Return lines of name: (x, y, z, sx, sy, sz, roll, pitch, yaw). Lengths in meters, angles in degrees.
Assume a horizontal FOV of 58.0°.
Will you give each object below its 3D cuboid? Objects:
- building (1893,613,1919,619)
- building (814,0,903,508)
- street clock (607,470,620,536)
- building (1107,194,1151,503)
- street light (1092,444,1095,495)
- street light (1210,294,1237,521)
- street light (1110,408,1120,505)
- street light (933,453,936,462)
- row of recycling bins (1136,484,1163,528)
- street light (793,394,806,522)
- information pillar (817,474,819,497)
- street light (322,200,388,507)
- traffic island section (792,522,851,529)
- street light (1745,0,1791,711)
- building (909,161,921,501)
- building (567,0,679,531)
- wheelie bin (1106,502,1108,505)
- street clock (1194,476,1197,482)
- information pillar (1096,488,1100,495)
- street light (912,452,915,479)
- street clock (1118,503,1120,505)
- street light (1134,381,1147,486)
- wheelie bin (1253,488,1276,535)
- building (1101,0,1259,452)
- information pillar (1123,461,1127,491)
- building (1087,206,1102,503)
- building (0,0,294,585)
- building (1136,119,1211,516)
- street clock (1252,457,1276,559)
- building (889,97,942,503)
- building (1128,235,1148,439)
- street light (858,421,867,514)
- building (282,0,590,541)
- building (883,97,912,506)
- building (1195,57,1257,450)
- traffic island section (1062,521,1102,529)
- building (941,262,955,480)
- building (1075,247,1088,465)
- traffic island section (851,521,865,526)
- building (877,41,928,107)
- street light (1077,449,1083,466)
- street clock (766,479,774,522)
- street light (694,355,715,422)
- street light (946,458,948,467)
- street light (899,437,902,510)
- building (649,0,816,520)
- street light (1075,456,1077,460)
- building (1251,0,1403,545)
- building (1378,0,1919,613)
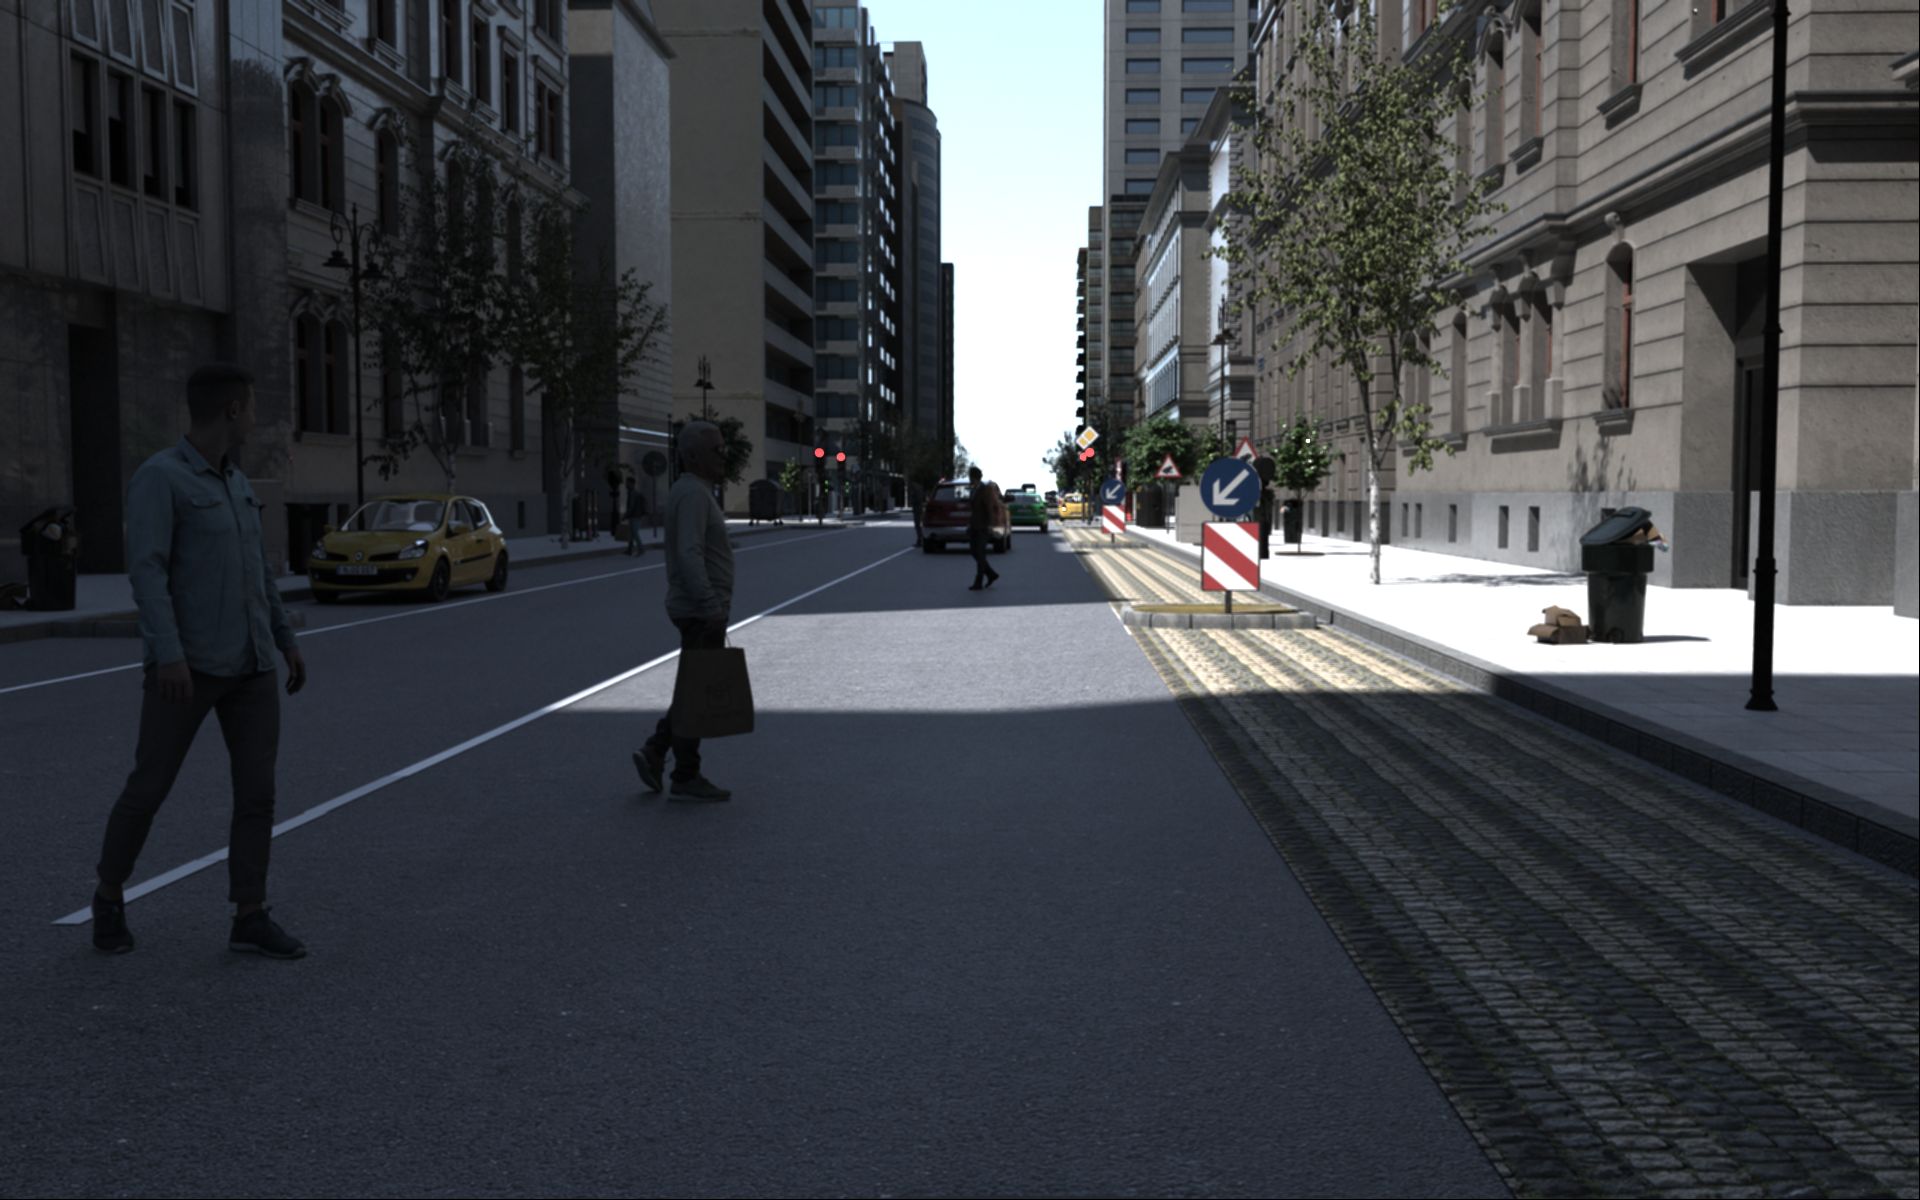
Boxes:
building: (15.576, -13.372, 6.030, 14.401, 28.519, 23.554, 0, 4, 2)
building: (-18.193, -33.692, 170.468, 23.786, 49.044, 30.456, 0, 4, 2)
street clock: (-10.496, -2.941, 52.657, 0.358, 2.002, 0.471, -3, 5, -40)
building: (21.381, -24.293, 168.893, 14.160, 30.474, 14.107, 0, 4, 2)
street light: (9.625, -9.231, 123.716, 0.468, 5.910, 1.993, 0, 4, 2)
street light: (6.084, -4.123, 40.198, 0.468, 5.910, 1.993, 0, 4, 2)
street light: (8.331, -7.358, 93.086, 0.468, 5.910, 1.993, 0, 4, 2)
street light: (-2.824, -13.139, 187.617, 0.468, 5.910, 1.993, 0, 4, 2)
row of recycling bins: (7.467, -3.718, 67.908, 1.069, 1.692, 3.534, 0, 4, 3)
street light: (-7.370, -6.556, 79.977, 0.468, 5.910, 1.993, 0, 4, 2)
information pillar: (-12.502, -9.821, 151.925, 0.183, 3.616, 0.504, 2, 4, 34)
street light: (-9.587, -3.352, 27.598, 0.468, 5.910, 1.993, 0, 4, 2)
traffic island section: (-5.795, -3.025, 71.734, 2.009, 0.180, 2.903, 0, 4, 2)
street light: (4.775, -2.285, 10.141, 0.468, 5.910, 1.993, 0, 4, 2)
building: (-12.182, -32.012, 206.983, 14.154, 41.232, 14.086, 0, 4, 2)
building: (-20.413, -13.153, 64.204, 18.267, 20.994, 9.793, 0, 4, 2)
wheelie bin: (11.395, -7.771, 134.972, 0.693, 1.594, 0.980, 3, 5, 43)
street clock: (7.824, -3.143, 55.962, 0.471, 2.002, 0.358, -2, 4, -26)
information pillar: (11.630, -8.642, 145.795, 0.304, 2.012, 0.304, 1, 4, 13)
street light: (-4.194, -11.230, 156.394, 0.468, 5.910, 1.993, 0, 4, 2)
street clock: (12.601, -8.122, 137.364, 0.471, 2.002, 0.358, -3, 5, -42)
street light: (7.340, -5.988, 70.695, 0.468, 5.910, 1.993, 0, 4, 2)
wheelie bin: (9.510, -2.835, 54.268, 0.693, 1.594, 0.980, 1, 4, 17)
building: (26.099, -39.618, 189.746, 21.231, 58.520, 28.212, 0, 4, 2)
information pillar: (11.606, -8.023, 122.526, 0.504, 3.616, 0.183, -3, 4, -38)
building: (25.106, -34.460, 247.011, 14.154, 41.232, 14.086, 0, 4, 2)
building: (-19.196, -12.528, 22.858, 12.078, 24.808, 19.932, 0, 4, 2)
building: (20.465, -17.143, 113.571, 16.112, 22.955, 30.059, 0, 4, 2)
street clock: (5.963, -1.805, 34.083, 0.471, 2.002, 0.358, -3, 4, -37)
building: (-13.964, -43.626, 255.279, 21.231, 58.520, 28.212, 0, 4, 2)
building: (20.595, -21.033, 141.154, 12.463, 27.353, 25.104, 0, 4, 2)
street light: (-6.182, -8.388, 109.929, 0.468, 5.910, 1.993, 0, 4, 2)
building: (-19.065, -15.729, 44.561, 14.401, 28.519, 23.554, 0, 4, 2)
building: (-12.709, -33.183, 192.656, 14.600, 45.320, 14.200, 0, 4, 2)
building: (22.098, -15.706, 85.675, 19.941, 23.489, 11.050, 0, 4, 2)
traffic island section: (5.675, -3.483, 79.236, 2.009, 0.180, 2.903, 0, 4, 2)
building: (-8.266, -37.557, 297.643, 14.154, 41.232, 14.086, 0, 4, 2)
building: (31.017, -39.359, 298.147, 22.147, 44.769, 28.867, 0, 4, 2)
traffic island section: (-5.456, -3.513, 79.712, 2.009, 0.180, 2.903, 0, 4, 2)
building: (-13.462, -51.438, 279.258, 20.563, 71.187, 20.611, 0, 4, 2)
street light: (10.850, -11.069, 153.765, 0.468, 5.910, 1.993, 0, 4, 2)
street clock: (-8.871, -4.661, 80.782, 0.358, 2.002, 0.471, -3, 5, -44)
street light: (-8.470, -5.184, 57.553, 0.468, 5.910, 1.993, 0, 4, 2)
street light: (-1.641, -14.990, 217.868, 0.468, 5.910, 1.993, 0, 4, 2)
street light: (-4.771, -10.282, 140.890, 0.468, 5.910, 1.993, 0, 4, 2)
building: (-20.025, -28.895, 96.134, 21.300, 48.544, 21.600, 0, 4, 2)
street light: (11.456, -12.035, 169.558, 0.468, 5.910, 1.993, 0, 4, 2)
building: (16.543, -15.746, 54.709, 12.463, 27.353, 25.104, 0, 4, 2)
building: (16.158, -14.826, 29.791, 14.401, 28.519, 23.554, 0, 4, 2)
